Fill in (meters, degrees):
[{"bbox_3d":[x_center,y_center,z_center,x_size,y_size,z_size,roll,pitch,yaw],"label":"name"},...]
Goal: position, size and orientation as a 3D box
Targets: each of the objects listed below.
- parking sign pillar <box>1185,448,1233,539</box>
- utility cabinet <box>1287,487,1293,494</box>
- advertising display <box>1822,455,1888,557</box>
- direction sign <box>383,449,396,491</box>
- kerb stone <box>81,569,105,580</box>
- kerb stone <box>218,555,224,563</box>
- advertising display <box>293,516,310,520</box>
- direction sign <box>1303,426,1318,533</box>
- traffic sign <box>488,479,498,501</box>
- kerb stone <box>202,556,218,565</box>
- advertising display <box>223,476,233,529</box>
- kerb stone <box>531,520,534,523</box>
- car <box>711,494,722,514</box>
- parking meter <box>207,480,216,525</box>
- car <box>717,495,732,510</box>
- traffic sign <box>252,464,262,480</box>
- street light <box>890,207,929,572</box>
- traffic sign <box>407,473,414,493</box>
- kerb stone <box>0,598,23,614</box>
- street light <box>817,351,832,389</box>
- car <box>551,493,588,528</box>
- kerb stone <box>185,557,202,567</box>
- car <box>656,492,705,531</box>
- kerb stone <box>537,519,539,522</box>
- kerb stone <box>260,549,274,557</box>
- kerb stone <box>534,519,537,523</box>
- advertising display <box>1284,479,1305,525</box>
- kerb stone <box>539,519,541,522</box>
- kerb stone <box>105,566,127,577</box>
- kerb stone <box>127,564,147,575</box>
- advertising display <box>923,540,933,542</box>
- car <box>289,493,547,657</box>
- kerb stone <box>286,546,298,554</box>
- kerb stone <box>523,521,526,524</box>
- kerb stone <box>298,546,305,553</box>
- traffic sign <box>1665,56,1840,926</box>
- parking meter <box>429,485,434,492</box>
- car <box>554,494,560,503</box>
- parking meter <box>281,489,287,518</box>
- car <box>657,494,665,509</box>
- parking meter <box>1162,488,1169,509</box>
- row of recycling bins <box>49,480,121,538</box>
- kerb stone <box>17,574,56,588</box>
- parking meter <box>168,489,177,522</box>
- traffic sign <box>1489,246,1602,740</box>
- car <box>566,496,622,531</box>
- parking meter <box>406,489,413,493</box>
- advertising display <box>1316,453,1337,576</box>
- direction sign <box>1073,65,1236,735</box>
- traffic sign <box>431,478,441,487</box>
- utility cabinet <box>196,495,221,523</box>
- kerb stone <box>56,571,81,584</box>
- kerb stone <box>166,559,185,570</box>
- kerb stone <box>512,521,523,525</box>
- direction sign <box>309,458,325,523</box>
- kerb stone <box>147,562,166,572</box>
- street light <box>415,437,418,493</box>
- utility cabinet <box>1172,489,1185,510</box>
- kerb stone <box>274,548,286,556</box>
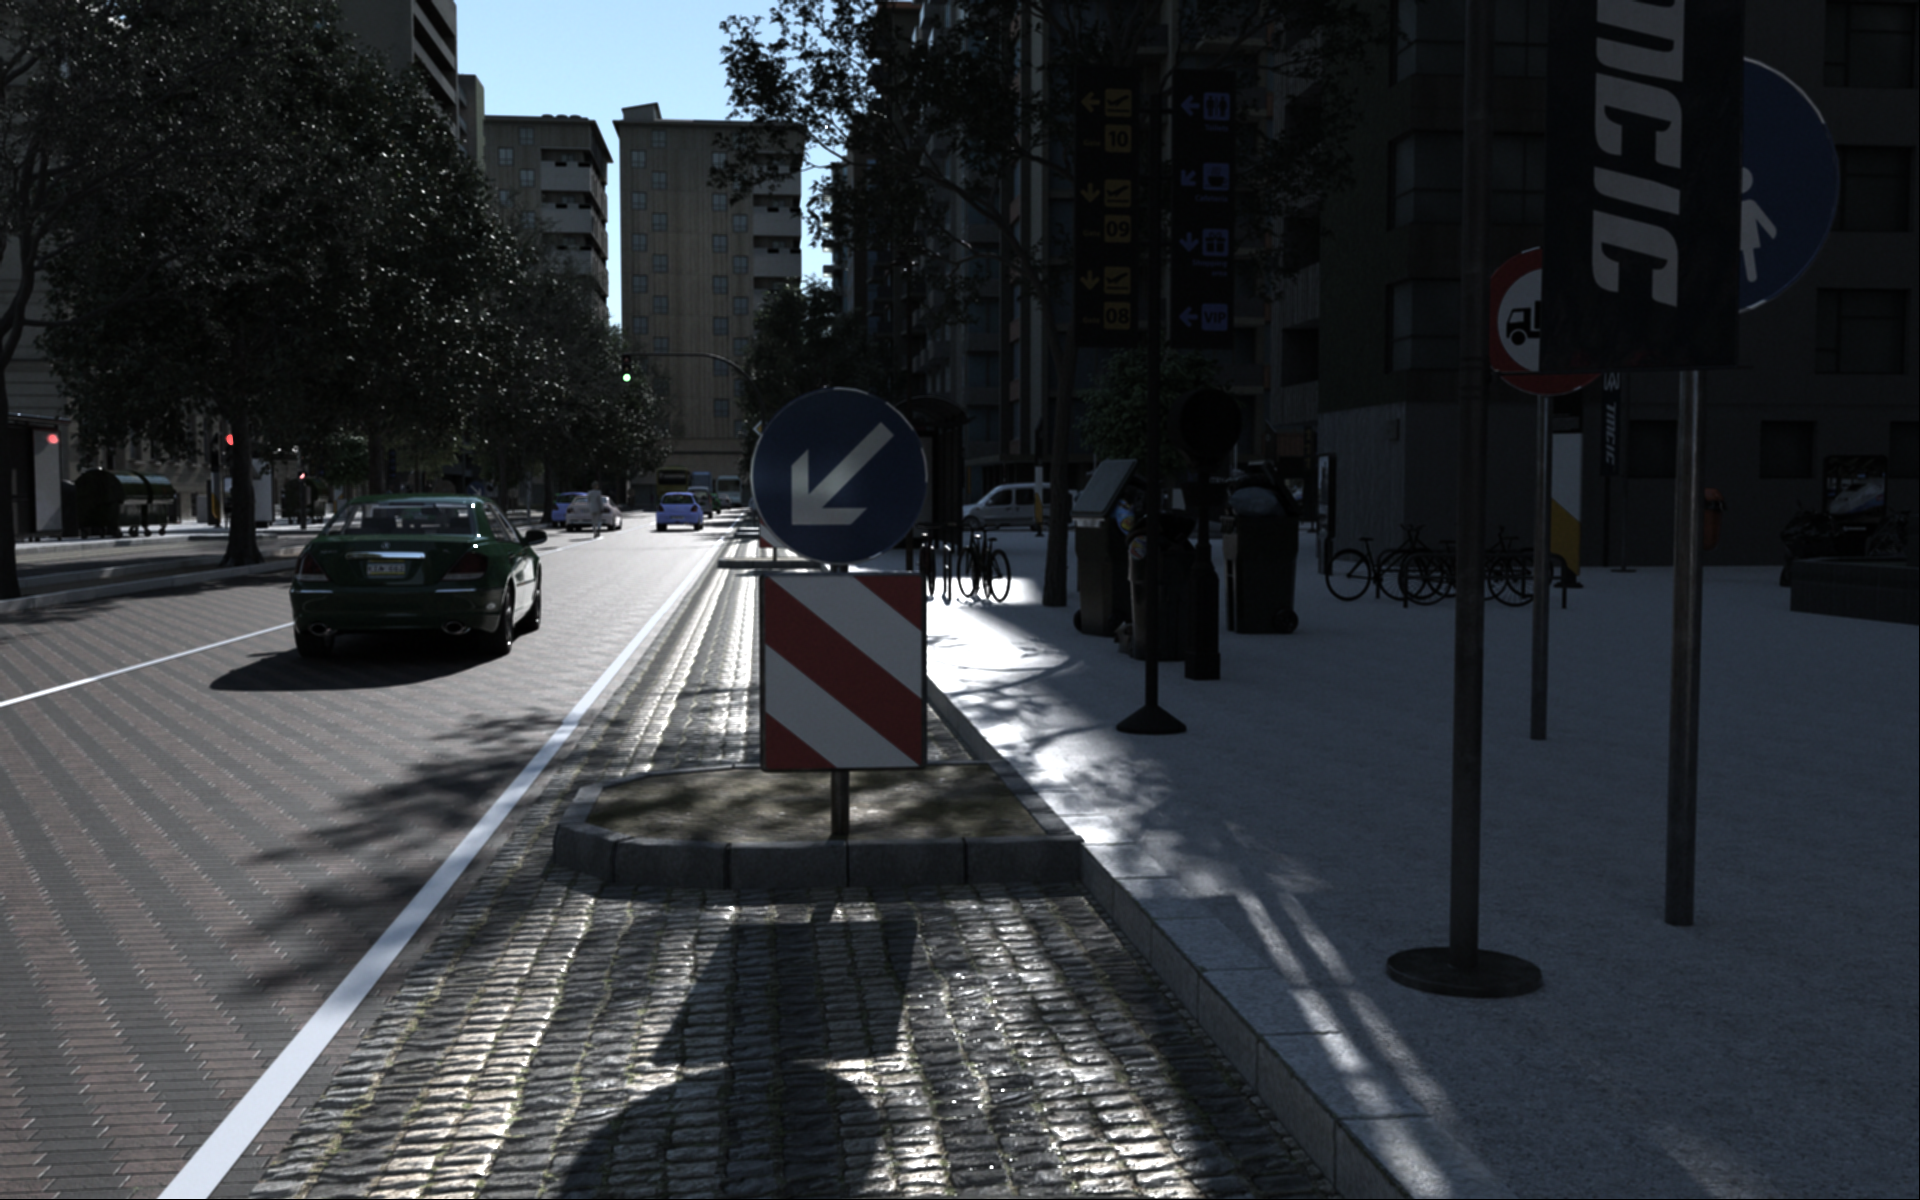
[{"bbox_3d":[7.199,-3.767,50.070,1.447,3.967,1.447,1,4,21],"label":"parking sign pillar"},{"bbox_3d":[10.145,-2.878,55.739,1.173,1.500,0.318,-2,4,-28],"label":"utility cabinet"},{"bbox_3d":[14.759,-1.430,28.598,0.974,1.923,0.123,0,4,8],"label":"advertising display"},{"bbox_3d":[-28.950,-5.842,87.513,0.876,3.537,0.379,-1,4,-22],"label":"direction sign"},{"bbox_3d":[-14.587,-0.412,28.938,0.120,0.150,1.000,0,4,-7],"label":"kerb stone"},{"bbox_3d":[-15.418,-0.845,36.077,0.120,0.150,1.000,0,4,-7],"label":"kerb stone"},{"bbox_3d":[-32.551,-4.915,85.577,0.974,1.923,0.123,1,4,14],"label":"advertising display"},{"bbox_3d":[11.716,-4.005,57.473,0.379,3.537,0.876,-2,4,-33],"label":"direction sign"},{"bbox_3d":[-32.596,-7.333,121.075,0.795,2.450,0.064,0,4,1],"label":"traffic sign"},{"bbox_3d":[-15.294,-0.786,35.051,0.120,0.150,1.000,0,4,-7],"label":"kerb stone"},{"bbox_3d":[-26.548,-3.572,63.620,0.974,1.923,0.123,0,4,-1],"label":"advertising display"},{"bbox_3d":[-21.056,-3.813,84.537,0.120,0.150,1.000,0,4,-7],"label":"kerb stone"},{"bbox_3d":[-18.023,-7.035,123.819,1.959,1.807,4.718,0,4,-6],"label":"car"},{"bbox_3d":[-30.750,-4.009,71.258,0.255,1.863,0.399,1,4,15],"label":"parking meter"},{"bbox_3d":[-22.347,-9.138,161.776,2.083,1.381,4.827,0,4,-6],"label":"car"},{"bbox_3d":[-26.543,-3.957,64.706,0.884,2.594,0.081,0,4,-6],"label":"traffic sign"},{"bbox_3d":[-0.763,-3.257,26.037,0.468,5.910,1.993,0,4,-7],"label":"street light"},{"bbox_3d":[-32.853,-6.367,104.201,0.768,2.556,0.104,0,4,-4],"label":"traffic sign"},{"bbox_3d":[-11.567,0.072,21.110,0.120,0.150,1.000,0,4,-7],"label":"kerb stone"},{"bbox_3d":[-4.397,-5.100,56.174,0.468,5.910,1.993,0,4,-7],"label":"street light"},{"bbox_3d":[-16.754,-4.033,75.532,1.945,1.707,3.694,0,4,-5],"label":"car"},{"bbox_3d":[-15.175,-0.724,34.036,0.120,0.150,1.000,0,4,-7],"label":"kerb stone"},{"bbox_3d":[-11.122,-3.624,68.842,1.945,1.707,3.694,0,4,-6],"label":"car"},{"bbox_3d":[-21.281,-3.934,86.569,0.120,0.150,1.000,0,4,-7],"label":"kerb stone"},{"bbox_3d":[-15.771,-1.036,39.134,0.120,0.150,1.000,0,4,-7],"label":"kerb stone"},{"bbox_3d":[-21.164,-3.870,85.554,0.120,0.150,1.000,0,4,-7],"label":"kerb stone"},{"bbox_3d":[14.014,-4.125,72.650,0.974,1.923,0.123,3,5,45],"label":"advertising display"},{"bbox_3d":[-21.399,-3.998,87.584,0.120,0.150,1.000,0,4,-7],"label":"kerb stone"},{"bbox_3d":[-14.705,-0.472,29.954,0.120,0.150,1.000,0,4,-7],"label":"kerb stone"},{"bbox_3d":[-14.820,-0.535,30.977,0.120,0.150,1.000,0,4,-7],"label":"kerb stone"},{"bbox_3d":[-0.866,-2.493,45.979,0.123,1.923,0.974,-2,4,-33],"label":"advertising display"},{"bbox_3d":[-5.138,-0.304,16.766,2.131,1.459,4.920,-1,4,-8],"label":"car"},{"bbox_3d":[-16.005,-1.161,41.172,0.120,0.150,1.000,0,4,-7],"label":"kerb stone"},{"bbox_3d":[-20.687,-3.627,81.492,0.120,0.150,1.000,0,4,-7],"label":"kerb stone"},{"bbox_3d":[-16.132,-1.223,42.196,0.120,0.150,1.000,0,4,-7],"label":"kerb stone"},{"bbox_3d":[2.151,-0.305,5.101,0.768,2.556,0.104,0,4,2],"label":"traffic sign"},{"bbox_3d":[-33.966,-6.461,111.347,0.255,1.863,0.399,-2,4,-35],"label":"parking meter"},{"bbox_3d":[-28.094,-6.990,123.089,1.959,1.807,4.718,0,4,-5],"label":"car"},{"bbox_3d":[-36.213,-5.167,92.890,0.372,1.533,0.369,0,3,0],"label":"parking meter"},{"bbox_3d":[-21.423,-7.135,128.447,2.131,1.459,4.920,0,4,-5],"label":"car"},{"bbox_3d":[8.663,-3.973,73.370,0.372,1.533,0.369,0,3,0],"label":"parking meter"},{"bbox_3d":[-26.561,-2.775,52.482,1.069,1.692,3.534,0,4,-2],"label":"row of recycling bins"},{"bbox_3d":[-14.350,-0.284,26.908,0.120,0.150,1.000,0,4,-7],"label":"kerb stone"},{"bbox_3d":[-35.214,-4.221,77.431,0.372,1.533,0.369,0,3,0],"label":"parking meter"},{"bbox_3d":[3.029,-0.544,8.993,0.768,2.556,0.104,0,3,0],"label":"traffic sign"},{"bbox_3d":[-14.413,-3.417,68.229,2.083,1.381,4.827,0,4,-6],"label":"car"},{"bbox_3d":[-30.432,-5.340,95.713,0.372,1.533,0.369,0,3,0],"label":"parking meter"},{"bbox_3d":[5.845,-1.373,27.659,0.123,1.923,0.974,0,4,1],"label":"advertising display"},{"bbox_3d":[1.040,-1.059,9.305,0.876,3.537,0.379,-1,4,-9],"label":"direction sign"},{"bbox_3d":[-32.800,-6.507,108.511,0.606,2.300,0.079,0,4,-3],"label":"traffic sign"},{"bbox_3d":[-33.570,-4.049,77.369,1.020,1.237,0.306,1,4,11],"label":"utility cabinet"},{"bbox_3d":[-14.476,-0.350,27.922,0.120,0.150,1.000,0,4,-7],"label":"kerb stone"},{"bbox_3d":[-15.056,-0.656,33.013,0.120,0.150,1.000,0,4,-7],"label":"kerb stone"},{"bbox_3d":[-20.570,-3.562,80.472,0.120,0.150,1.000,0,4,-7],"label":"kerb stone"},{"bbox_3d":[-28.317,-5.155,76.289,0.876,3.537,0.379,2,4,25],"label":"direction sign"},{"bbox_3d":[-14.945,-0.594,31.992,0.120,0.150,1.000,0,4,-7],"label":"kerb stone"},{"bbox_3d":[-29.333,-7.379,93.435,0.468,5.910,1.993,0,4,-7],"label":"street light"},{"bbox_3d":[9.336,-3.821,71.159,1.173,1.500,0.318,2,4,27],"label":"utility cabinet"},{"bbox_3d":[-15.890,-1.095,40.149,0.120,0.150,1.000,0,4,-7],"label":"kerb stone"}]
